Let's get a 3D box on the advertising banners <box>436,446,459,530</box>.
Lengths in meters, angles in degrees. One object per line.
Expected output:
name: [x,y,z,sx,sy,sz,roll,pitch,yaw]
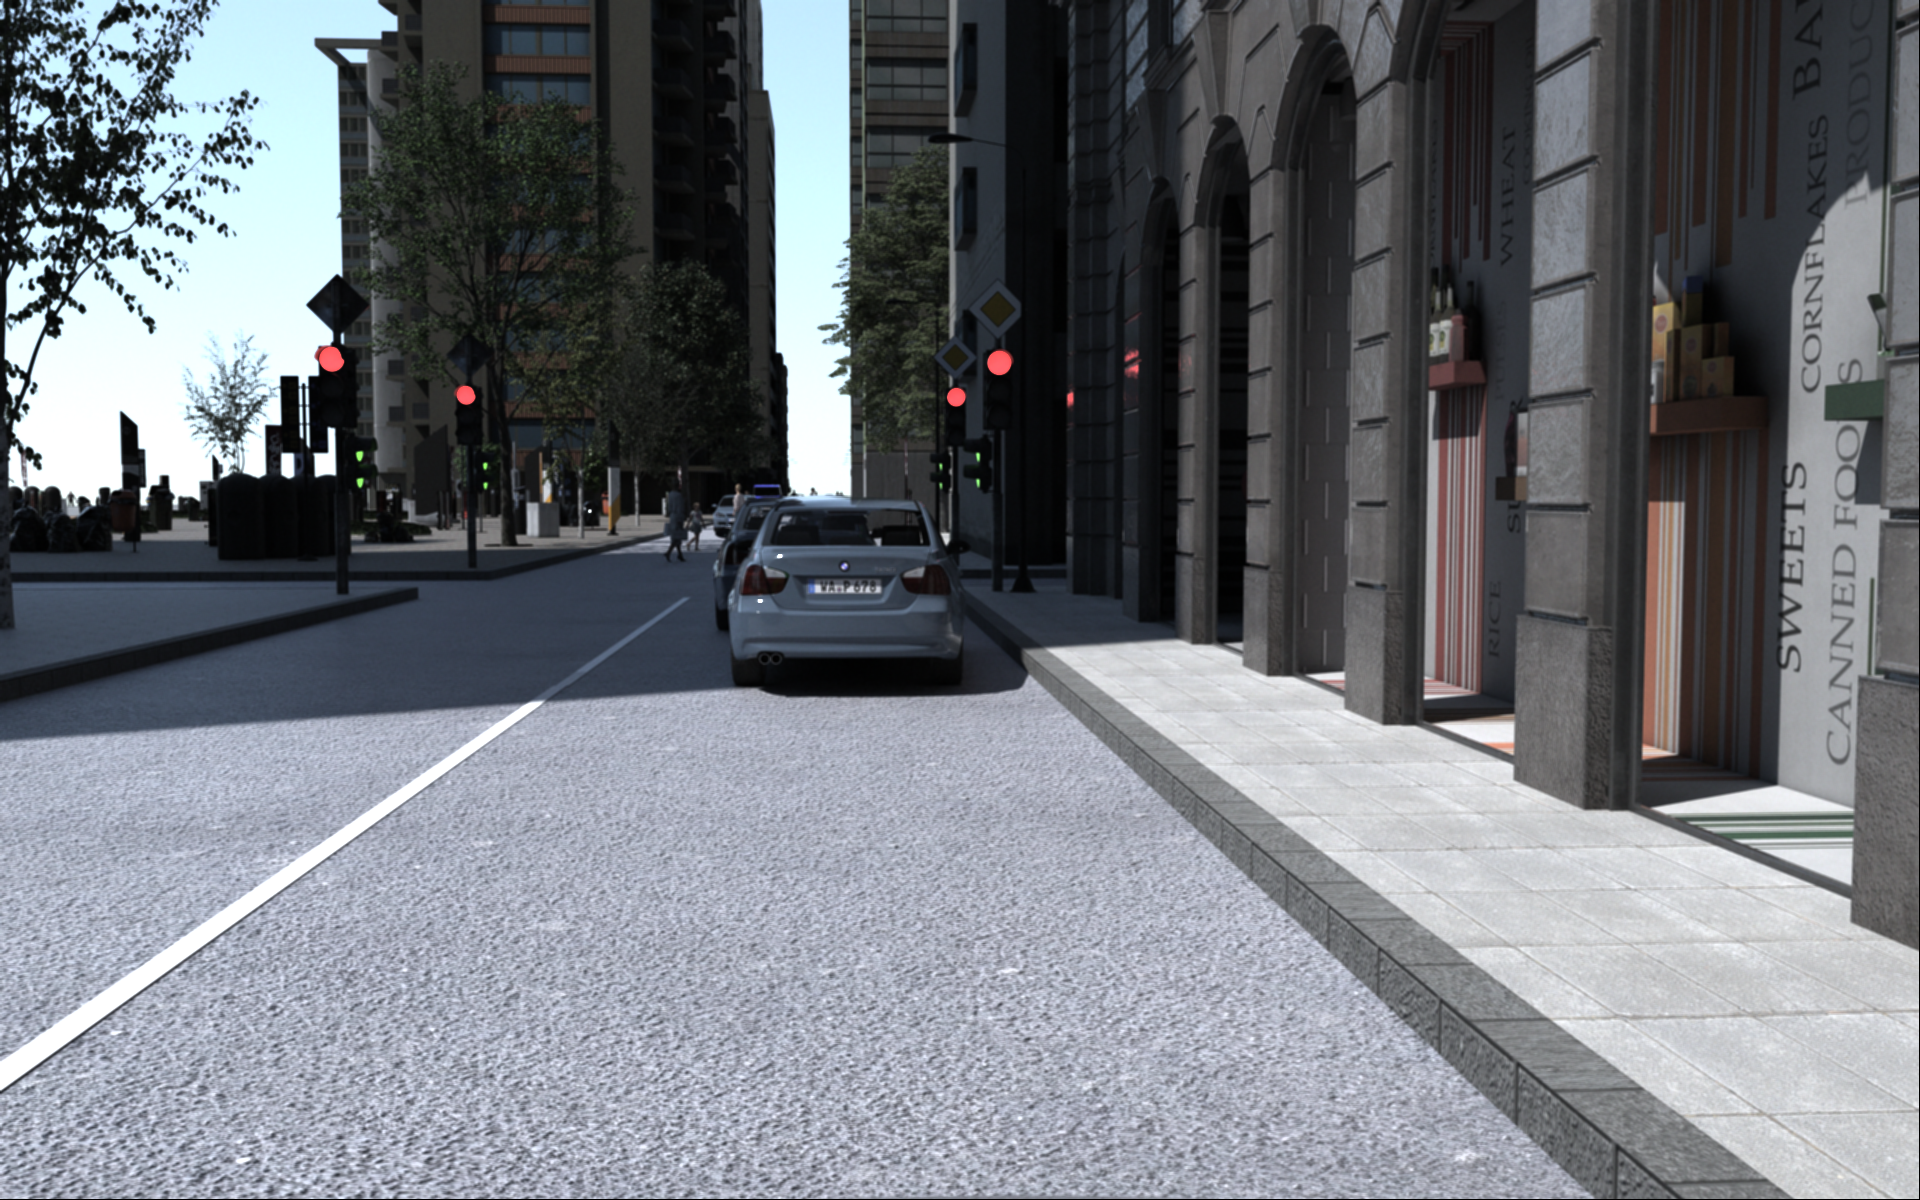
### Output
advertising banners: [-18.483,-4.045,62.319,0.090,3.025,2.074,0,4,1]

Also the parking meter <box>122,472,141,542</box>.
parking meter: [-22.352,-2.510,46.746,0.255,1.863,0.399,1,4,18]

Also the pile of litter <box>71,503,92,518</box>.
pile of litter: [-43.933,-4.448,86.694,1.176,0.858,1.719,-2,4,-32]

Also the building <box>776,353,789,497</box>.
building: [-36.584,-23.241,225.022,27.650,21.520,28.899,0,4,-4]

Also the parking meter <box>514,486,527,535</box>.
parking meter: [-13.874,-2.827,54.626,0.372,1.533,0.369,0,3,0]

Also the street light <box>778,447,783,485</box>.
street light: [-18.505,-12.118,170.662,1.470,5.913,1.316,0,4,-4]

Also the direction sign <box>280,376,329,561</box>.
direction sign: [-12.543,-2.520,33.192,0.876,3.537,0.379,0,4,-2]

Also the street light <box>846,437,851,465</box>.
street light: [-8.172,-10.191,139.161,1.470,5.913,1.316,0,4,-4]

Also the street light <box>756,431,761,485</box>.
street light: [-15.415,-9.526,128.294,1.470,5.913,1.316,0,4,-4]

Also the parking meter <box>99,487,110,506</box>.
parking meter: [-31.559,-3.396,63.934,0.372,1.533,0.369,0,3,0]

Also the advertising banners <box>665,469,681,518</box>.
advertising banners: [-15.425,-5.939,93.295,0.090,3.025,2.074,-2,4,-35]

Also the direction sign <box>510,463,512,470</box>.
direction sign: [-23.531,-6.018,90.383,0.379,3.537,0.876,-2,4,-30]

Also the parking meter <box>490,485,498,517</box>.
parking meter: [-26.222,-5.615,97.521,0.399,1.863,0.255,1,4,22]

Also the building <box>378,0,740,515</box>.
building: [-26.674,-28.344,118.052,22.147,44.769,28.867,0,4,-4]

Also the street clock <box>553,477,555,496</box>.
street clock: [-17.419,-4.228,73.690,0.358,2.002,0.471,1,4,8]

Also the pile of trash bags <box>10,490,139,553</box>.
pile of trash bags: [-19.563,-1.760,38.526,3.447,1.369,1.912,2,4,25]

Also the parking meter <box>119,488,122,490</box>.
parking meter: [-32.036,-3.549,66.435,0.372,1.533,0.369,0,3,0]

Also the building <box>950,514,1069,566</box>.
building: [10.508,-25.519,40.943,21.600,48.544,21.300,0,4,-4]

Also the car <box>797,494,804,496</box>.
car: [-16.360,-10.075,174.952,2.015,1.641,3.980,0,4,-4]

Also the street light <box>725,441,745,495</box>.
street light: [-13.947,-8.230,107.105,1.470,5.913,1.316,0,4,-4]

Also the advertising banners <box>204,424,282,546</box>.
advertising banners: [-17.753,-2.867,43.067,0.090,3.025,2.074,3,5,44]

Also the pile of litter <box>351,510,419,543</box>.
pile of litter: [-15.337,-1.965,46.098,1.719,0.858,1.176,-1,4,-10]

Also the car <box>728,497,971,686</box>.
car: [-0.892,-0.139,14.270,2.014,1.417,4.499,0,4,-2]

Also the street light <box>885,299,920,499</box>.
street light: [-1.078,-4.215,41.459,1.470,5.913,1.316,0,4,-4]

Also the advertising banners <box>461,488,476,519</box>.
advertising banners: [-25.240,-5.634,88.307,2.074,3.025,0.090,1,4,14]

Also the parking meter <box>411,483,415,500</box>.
parking meter: [-25.512,-4.623,81.300,0.399,1.863,0.255,0,4,5]

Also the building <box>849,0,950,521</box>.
building: [0.716,-25.385,98.642,14.154,41.232,14.086,0,4,-4]

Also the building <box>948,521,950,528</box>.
building: [2.934,-23.751,71.928,14.154,41.232,14.086,0,4,-4]

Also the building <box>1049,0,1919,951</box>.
building: [8.075,-10.349,11.012,13.314,21.916,24.055,0,4,-4]

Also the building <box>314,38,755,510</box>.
building: [-33.638,-27.661,144.139,32.217,40.220,23.993,0,4,-4]

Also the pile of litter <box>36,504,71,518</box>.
pile of litter: [-41.573,-3.944,78.450,1.719,0.858,1.176,0,4,1]

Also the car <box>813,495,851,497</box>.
car: [-3.132,-1.778,41.068,2.014,1.417,4.499,0,4,-3]

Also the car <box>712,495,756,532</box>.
car: [-8.615,-3.394,67.493,2.014,1.417,4.499,0,4,-4]

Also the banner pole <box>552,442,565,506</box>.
banner pole: [-19.137,-5.663,82.615,0.863,3.779,0.401,0,4,7]

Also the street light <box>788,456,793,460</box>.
street light: [-21.451,-14.567,210.717,1.470,5.913,1.316,0,4,-4]

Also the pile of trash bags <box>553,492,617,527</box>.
pile of trash bags: [-14.774,-3.575,68.212,3.447,1.369,1.912,2,4,35]

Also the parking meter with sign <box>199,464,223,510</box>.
parking meter with sign: [-43.773,-6.385,100.658,1.738,3.016,0.543,0,4,6]

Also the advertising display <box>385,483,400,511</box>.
advertising display: [-33.522,-5.942,102.360,0.974,1.923,0.123,1,4,17]

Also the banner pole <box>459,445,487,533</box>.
banner pole: [-16.161,-4.141,57.715,0.863,3.779,0.401,2,4,28]

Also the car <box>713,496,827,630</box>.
car: [-1.799,-0.467,19.642,2.014,1.417,4.499,0,4,-4]

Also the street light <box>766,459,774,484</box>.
street light: [-17.007,-10.822,149.475,1.470,5.913,1.316,0,4,-4]

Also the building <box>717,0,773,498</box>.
building: [-36.267,-49.544,248.302,20.563,71.187,20.611,0,4,-4]

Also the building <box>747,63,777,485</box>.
building: [-32.164,-35.169,198.721,21.300,48.544,21.600,0,4,-4]

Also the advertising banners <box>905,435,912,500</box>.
advertising banners: [-1.503,-3.312,50.346,0.090,3.025,2.074,0,4,-5]

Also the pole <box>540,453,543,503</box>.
pole: [-20.520,-5.580,85.083,0.158,3.312,0.155,0,3,0]

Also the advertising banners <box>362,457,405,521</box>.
advertising banners: [-27.540,-5.280,82.513,2.074,3.025,0.090,-2,4,-35]

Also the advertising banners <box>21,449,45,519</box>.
advertising banners: [-35.839,-4.328,66.946,2.074,3.025,0.090,3,5,41]

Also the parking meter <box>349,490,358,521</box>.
parking meter: [-24.417,-3.918,69.770,0.255,1.863,0.399,-3,5,-42]

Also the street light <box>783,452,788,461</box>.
street light: [-19.841,-13.270,189.505,1.470,5.913,1.316,0,4,-4]

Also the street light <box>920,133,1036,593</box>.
street light: [0.284,-3.055,22.484,1.470,5.913,1.316,0,4,-4]

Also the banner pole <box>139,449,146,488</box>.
banner pole: [-39.799,-5.752,84.068,0.401,3.779,0.863,1,4,18]

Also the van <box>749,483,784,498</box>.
van: [-12.435,-6.563,111.693,2.240,2.365,5.245,0,4,-5]

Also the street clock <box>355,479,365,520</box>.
street clock: [-23.875,-3.930,68.820,0.471,2.002,0.358,3,4,37]
